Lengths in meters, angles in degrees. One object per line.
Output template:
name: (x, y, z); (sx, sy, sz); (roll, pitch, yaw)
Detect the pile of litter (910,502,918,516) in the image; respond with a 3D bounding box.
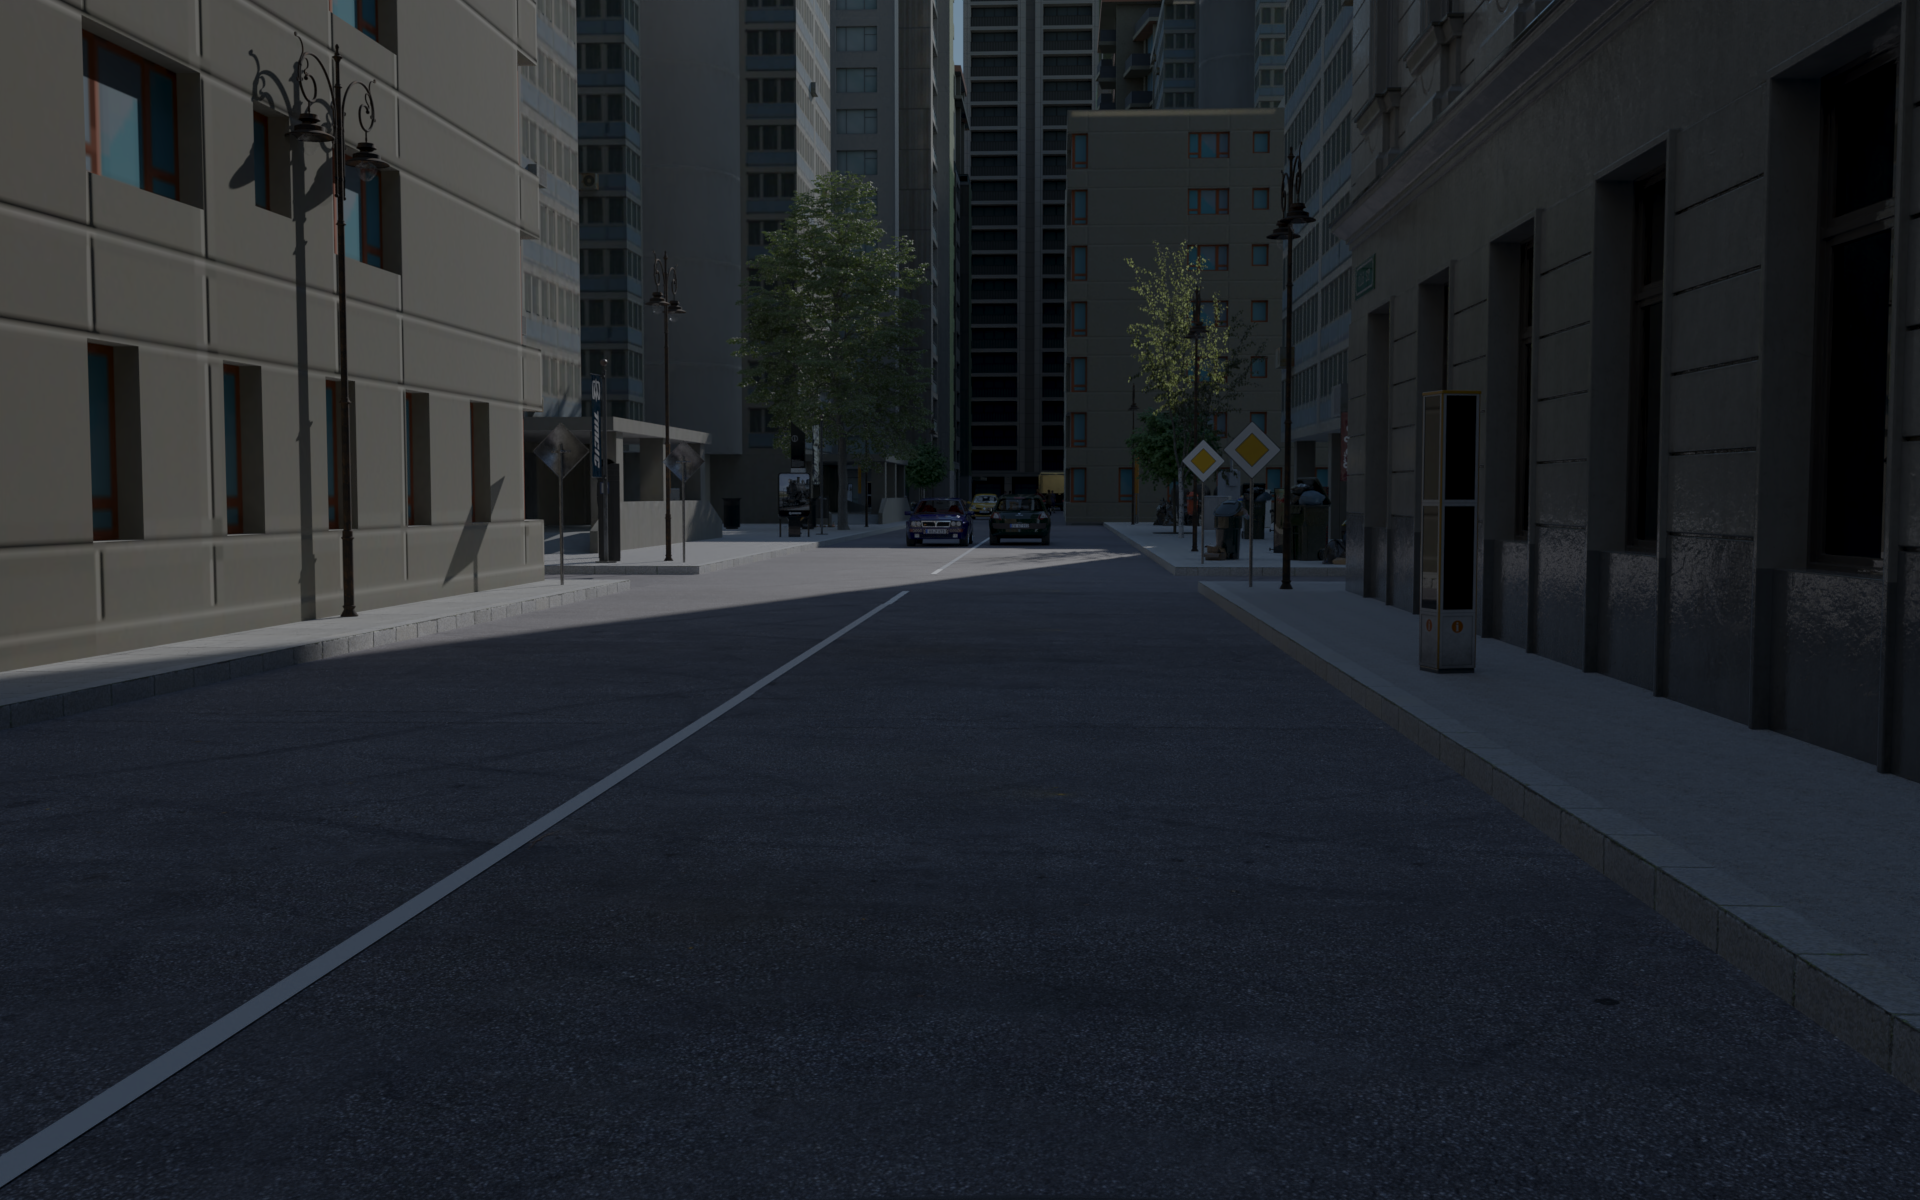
pile of litter: (-2.395, -5.231, 99.493); (1.719, 0.858, 1.176); (-3, 5, -43)

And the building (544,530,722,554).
building: (-23.494, -21.533, 43.941); (32.217, 40.220, 23.993); (0, 4, 3)

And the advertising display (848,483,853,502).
advertising display: (-6.616, -6.025, 103.722); (0.123, 1.923, 0.974); (1, 4, 11)

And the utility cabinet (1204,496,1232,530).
utility cabinet: (9.188, -3.106, 61.948); (1.020, 1.237, 0.306); (3, 4, 36)

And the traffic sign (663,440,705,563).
traffic sign: (-5.166, -1.758, 32.384); (0.795, 2.450, 0.064); (0, 4, 3)

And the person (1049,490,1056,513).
person: (6.895, -7.333, 129.307); (0.541, 1.710, 0.530); (1, 4, 16)

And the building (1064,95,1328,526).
building: (19.445, -15.100, 91.927); (27.650, 21.520, 28.899); (0, 4, 3)

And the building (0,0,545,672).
building: (-21.362, -10.214, 12.043); (28.899, 21.520, 27.650); (0, 4, 3)

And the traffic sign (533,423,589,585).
traffic sign: (-5.618, -1.270, 24.412); (0.795, 2.450, 0.064); (0, 4, 3)

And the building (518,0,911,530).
building: (-18.960, -23.725, 79.784); (32.217, 40.220, 23.993); (0, 4, 3)

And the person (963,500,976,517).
person: (0.164, -3.948, 78.542); (0.738, 1.151, 1.012); (-2, 4, -32)

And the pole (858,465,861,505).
pole: (-5.618, -6.309, 96.999); (0.158, 3.312, 0.155); (0, 3, 0)

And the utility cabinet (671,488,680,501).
utility cabinet: (-11.248, -3.631, 68.045); (1.173, 1.500, 0.318); (1, 4, 20)

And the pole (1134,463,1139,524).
pole: (7.674, -4.975, 75.179); (0.158, 3.312, 0.155); (0, 3, 0)

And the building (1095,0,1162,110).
building: (23.036, -30.431, 152.169); (22.147, 44.769, 28.867); (0, 4, 3)

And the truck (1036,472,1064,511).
truck: (8.188, -9.410, 149.779); (3.469, 3.379, 9.791); (0, 4, 4)

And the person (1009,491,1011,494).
person: (4.415, -8.630, 150.279); (0.721, 1.739, 1.217); (-3, 5, -43)

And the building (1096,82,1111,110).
building: (20.614, -30.018, 174.385); (14.154, 41.232, 14.086); (0, 4, 3)

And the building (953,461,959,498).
building: (-10.493, -42.383, 131.214); (20.563, 71.187, 20.611); (0, 4, 3)

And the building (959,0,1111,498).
building: (11.070, -46.527, 198.965); (20.611, 71.187, 20.563); (0, 4, 3)

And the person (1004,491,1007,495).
person: (4.418, -9.820, 169.767); (1.217, 1.736, 0.721); (2, 4, 29)

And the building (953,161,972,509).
building: (-6.336, -23.151, 150.218); (14.160, 30.474, 14.107); (0, 4, 3)

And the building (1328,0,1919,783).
building: (11.781, -13.693, 0.299); (17.030, 29.872, 44.131); (0, 4, 3)

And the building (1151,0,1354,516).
building: (26.661, -26.491, 125.010); (32.217, 40.220, 23.993); (0, 4, 3)

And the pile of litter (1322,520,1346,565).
pile of litter: (7.425, -1.099, 31.928); (1.719, 0.858, 1.176); (-1, 4, -10)

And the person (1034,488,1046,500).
person: (5.480, -6.953, 122.141); (1.348, 1.831, 0.705); (1, 4, 19)

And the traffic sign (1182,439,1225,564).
traffic sign: (4.462, -1.723, 31.820); (0.795, 2.450, 0.064); (0, 4, 3)

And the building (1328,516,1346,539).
building: (21.589, -21.640, 45.702); (23.993, 40.220, 32.217); (0, 4, 3)

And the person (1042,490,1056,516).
person: (5.857, -6.470, 115.006); (1.217, 1.735, 0.721); (-2, 4, -27)

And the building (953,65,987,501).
building: (-12.176, -31.709, 173.068); (28.867, 44.769, 22.147); (0, 4, 3)

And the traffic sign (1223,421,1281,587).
traffic sign: (4.010, -1.236, 23.848); (0.795, 2.450, 0.064); (0, 4, 3)

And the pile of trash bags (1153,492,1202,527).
pile of trash bags: (9.008, -3.668, 69.719); (1.912, 1.369, 3.447); (0, 4, -7)

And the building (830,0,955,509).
building: (-7.788, -26.356, 114.520); (14.154, 41.232, 14.086); (0, 4, 3)

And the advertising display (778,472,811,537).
advertising display: (-4.942, -2.839, 51.626); (0.974, 1.923, 0.123); (-1, 4, -14)
